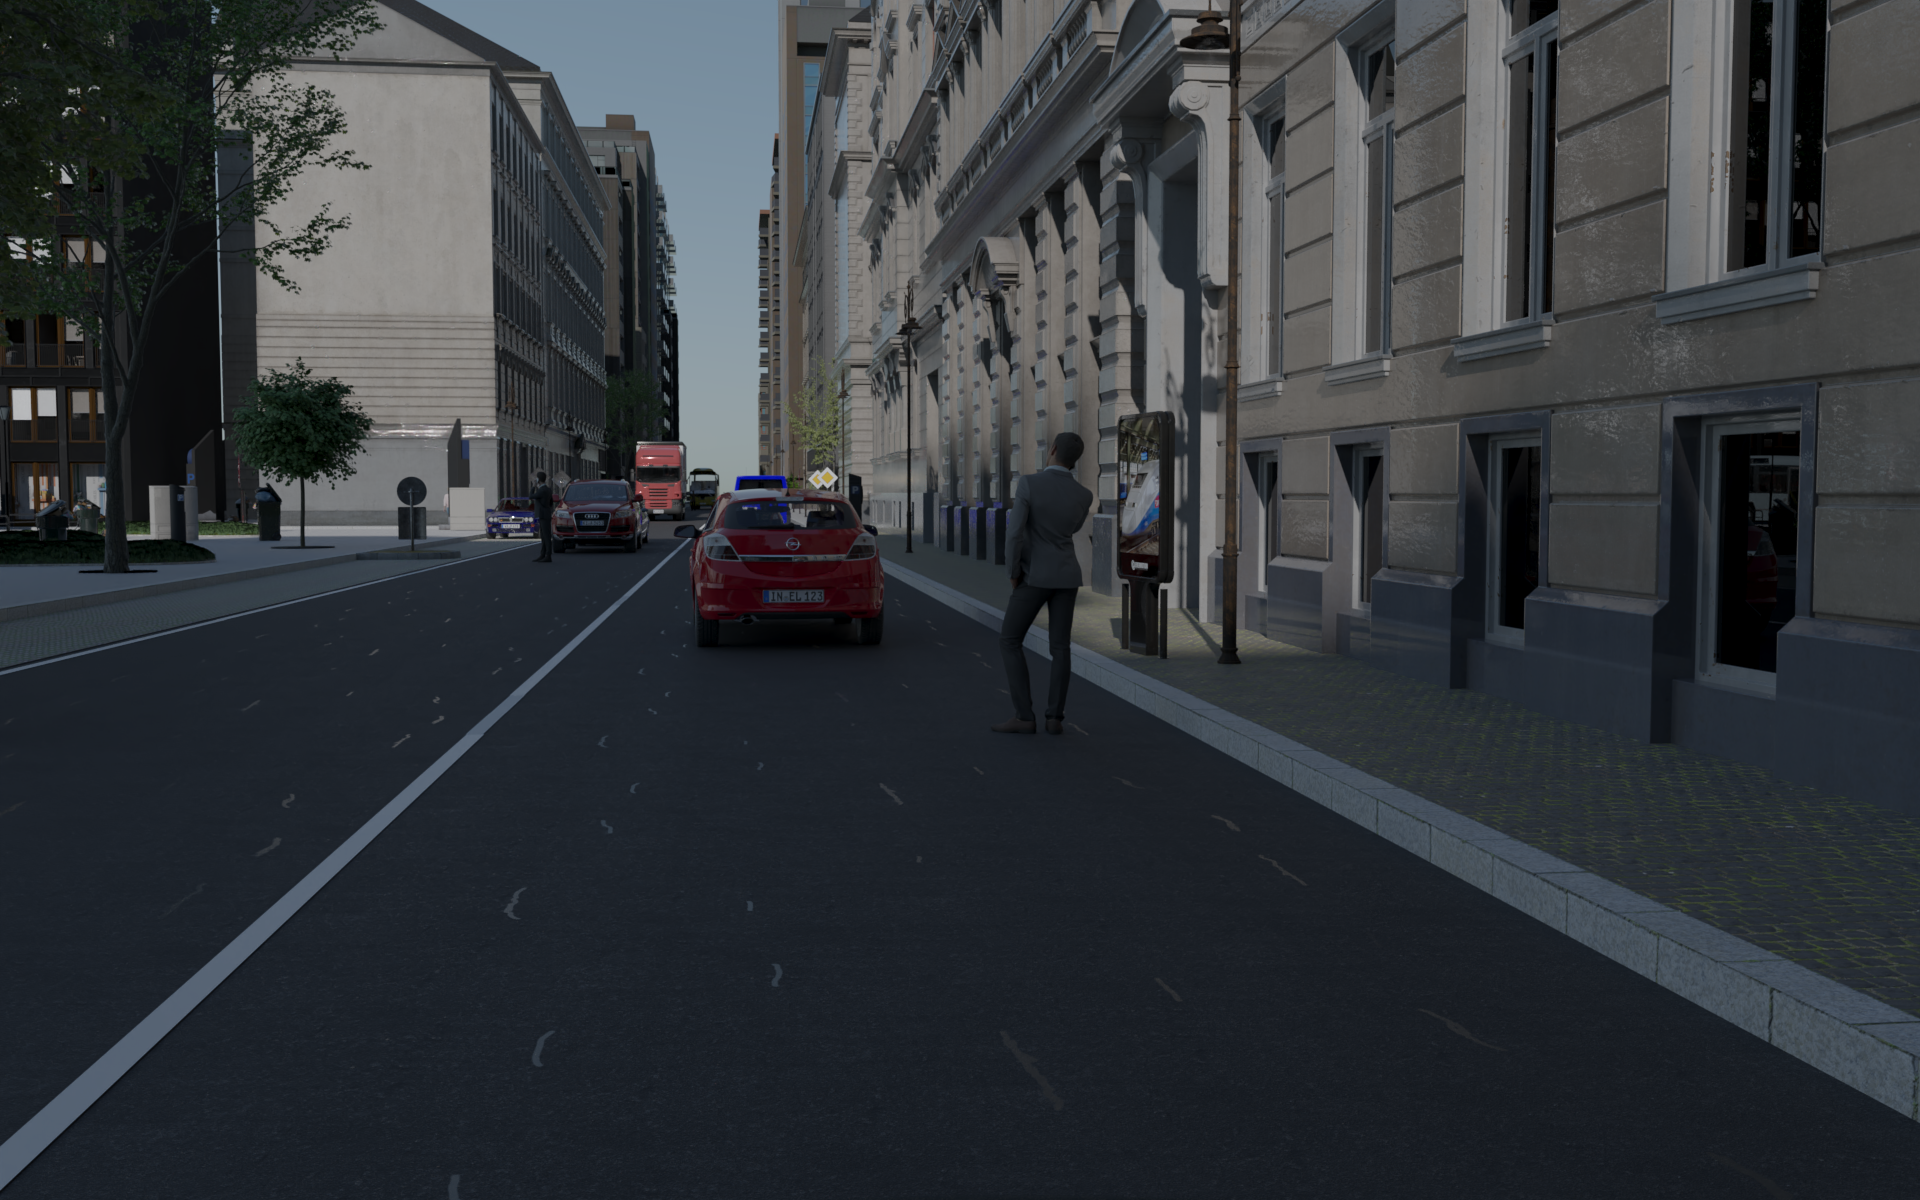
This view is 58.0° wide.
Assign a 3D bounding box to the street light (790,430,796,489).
[{"bbox_3d":[-11.675,-9.089,121.394,0.468,5.910,1.993,0,4,-7],"label":"street light"}]

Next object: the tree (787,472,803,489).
[{"bbox_3d":[-14.677,-9.512,150.124,1.663,3.219,1.824,0,3,0],"label":"tree"}]

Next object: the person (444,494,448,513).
[{"bbox_3d":[-19.444,-3.507,66.516,0.731,1.740,0.598,-1,4,-18],"label":"person"}]

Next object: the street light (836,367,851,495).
[{"bbox_3d":[-4.253,-5.523,63.083,0.468,5.910,1.993,0,4,-7],"label":"street light"}]

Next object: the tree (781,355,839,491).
[{"bbox_3d":[-6.776,-8.483,89.053,4.737,8.622,4.395,0,3,0],"label":"tree"}]

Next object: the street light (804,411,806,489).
[{"bbox_3d":[-8.625,-7.577,96.665,0.468,5.910,1.993,0,4,-7],"label":"street light"}]

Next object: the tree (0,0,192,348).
[{"bbox_3d":[-11.074,-6.016,16.486,7.486,12.596,7.792,0,3,0],"label":"tree"}]

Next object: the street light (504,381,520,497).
[{"bbox_3d":[-18.364,-6.014,71.121,0.468,5.910,1.993,0,4,-7],"label":"street light"}]

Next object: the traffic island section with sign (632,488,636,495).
[{"bbox_3d":[-22.636,-6.830,120.303,1.989,1.847,2.006,0,4,-7],"label":"traffic island section with sign"}]

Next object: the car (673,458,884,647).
[{"bbox_3d":[-1.861,-0.539,17.848,2.155,1.783,4.494,-1,4,-9],"label":"car"}]

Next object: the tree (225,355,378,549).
[{"bbox_3d":[-15.571,-3.501,40.960,4.285,4.588,4.351,0,3,0],"label":"tree"}]

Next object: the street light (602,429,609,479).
[{"bbox_3d":[-24.758,-9.068,121.047,0.468,5.910,1.993,0,4,-7],"label":"street light"}]

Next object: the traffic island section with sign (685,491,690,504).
[{"bbox_3d":[-42.838,-16.514,278.627,1.989,1.847,2.006,0,4,-7],"label":"traffic island section with sign"}]

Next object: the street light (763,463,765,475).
[{"bbox_3d":[-24.668,-15.257,222.238,0.468,5.910,1.993,0,4,-7],"label":"street light"}]

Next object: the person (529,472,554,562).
[{"bbox_3d":[-8.801,-1.744,36.378,0.474,1.900,0.648,0,4,-7],"label":"person"}]

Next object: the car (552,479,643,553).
[{"bbox_3d":[-9.158,-2.157,43.936,2.281,1.827,5.304,0,4,-8],"label":"car"}]

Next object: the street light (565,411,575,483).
[{"bbox_3d":[-21.660,-7.550,96.224,0.468,5.910,1.993,0,4,-7],"label":"street light"}]

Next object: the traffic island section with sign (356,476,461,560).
[{"bbox_3d":[-12.183,-1.822,38.419,1.989,1.847,2.006,0,4,-7],"label":"traffic island section with sign"}]

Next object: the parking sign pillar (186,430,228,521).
[{"bbox_3d":[-31.676,-5.125,72.263,1.447,3.967,1.447,1,4,12],"label":"parking sign pillar"}]

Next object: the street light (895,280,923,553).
[{"bbox_3d":[-1.111,-3.968,37.669,0.468,5.910,1.993,0,4,-7],"label":"street light"}]

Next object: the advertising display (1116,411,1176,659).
[{"bbox_3d":[1.477,-0.528,13.852,0.123,1.923,0.974,-1,4,-15],"label":"advertising display"}]

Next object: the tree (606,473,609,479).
[{"bbox_3d":[-27.351,-8.478,133.211,1.663,3.219,1.824,0,3,0],"label":"tree"}]

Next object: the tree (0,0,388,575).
[{"bbox_3d":[-13.592,-6.250,27.946,9.928,11.665,9.643,0,3,0],"label":"tree"}]

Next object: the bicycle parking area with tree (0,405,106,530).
[{"bbox_3d":[-33.460,-4.253,56.545,8.231,4.147,9.016,1,4,19],"label":"bicycle parking area with tree"}]

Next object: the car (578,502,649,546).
[{"bbox_3d":[-9.897,-2.298,49.569,2.014,1.417,4.499,0,4,-6],"label":"car"}]

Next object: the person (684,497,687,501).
[{"bbox_3d":[-35.142,-12.993,221.618,0.721,1.739,1.217,0,4,5],"label":"person"}]

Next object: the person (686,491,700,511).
[{"bbox_3d":[-22.784,-8.481,147.880,1.217,1.735,0.721,-1,4,-21],"label":"person"}]

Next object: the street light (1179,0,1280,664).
[{"bbox_3d":[2.041,-2.457,12.953,0.468,5.910,1.993,0,4,-7],"label":"street light"}]

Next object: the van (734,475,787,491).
[{"bbox_3d":[-6.781,-3.339,58.973,2.240,2.365,5.245,0,4,-7],"label":"van"}]

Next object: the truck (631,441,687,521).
[{"bbox_3d":[-16.249,-6.450,94.373,2.839,4.237,11.283,0,4,-8],"label":"truck"}]

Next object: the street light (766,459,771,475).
[{"bbox_3d":[-21.444,-13.701,196.791,0.468,5.910,1.993,0,4,-7],"label":"street light"}]

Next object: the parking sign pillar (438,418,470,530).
[{"bbox_3d":[-18.045,-4.516,62.306,1.447,3.967,1.447,-2,4,-32],"label":"parking sign pillar"}]

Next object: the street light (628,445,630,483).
[{"bbox_3d":[-28.102,-10.648,146.878,0.468,5.910,1.993,0,4,-7],"label":"street light"}]

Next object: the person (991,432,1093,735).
[{"bbox_3d":[0.493,-0.105,10.401,0.592,1.802,0.473,-1,4,-10],"label":"person"}]

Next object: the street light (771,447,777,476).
[{"bbox_3d":[-18.215,-12.189,172.084,0.468,5.910,1.993,0,4,-7],"label":"street light"}]

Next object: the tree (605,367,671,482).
[{"bbox_3d":[-27.217,-13.174,141.150,9.928,11.665,9.643,0,3,0],"label":"tree"}]

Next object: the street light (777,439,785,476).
[{"bbox_3d":[-14.972,-10.612,146.296,0.468,5.910,1.993,0,4,-7],"label":"street light"}]
